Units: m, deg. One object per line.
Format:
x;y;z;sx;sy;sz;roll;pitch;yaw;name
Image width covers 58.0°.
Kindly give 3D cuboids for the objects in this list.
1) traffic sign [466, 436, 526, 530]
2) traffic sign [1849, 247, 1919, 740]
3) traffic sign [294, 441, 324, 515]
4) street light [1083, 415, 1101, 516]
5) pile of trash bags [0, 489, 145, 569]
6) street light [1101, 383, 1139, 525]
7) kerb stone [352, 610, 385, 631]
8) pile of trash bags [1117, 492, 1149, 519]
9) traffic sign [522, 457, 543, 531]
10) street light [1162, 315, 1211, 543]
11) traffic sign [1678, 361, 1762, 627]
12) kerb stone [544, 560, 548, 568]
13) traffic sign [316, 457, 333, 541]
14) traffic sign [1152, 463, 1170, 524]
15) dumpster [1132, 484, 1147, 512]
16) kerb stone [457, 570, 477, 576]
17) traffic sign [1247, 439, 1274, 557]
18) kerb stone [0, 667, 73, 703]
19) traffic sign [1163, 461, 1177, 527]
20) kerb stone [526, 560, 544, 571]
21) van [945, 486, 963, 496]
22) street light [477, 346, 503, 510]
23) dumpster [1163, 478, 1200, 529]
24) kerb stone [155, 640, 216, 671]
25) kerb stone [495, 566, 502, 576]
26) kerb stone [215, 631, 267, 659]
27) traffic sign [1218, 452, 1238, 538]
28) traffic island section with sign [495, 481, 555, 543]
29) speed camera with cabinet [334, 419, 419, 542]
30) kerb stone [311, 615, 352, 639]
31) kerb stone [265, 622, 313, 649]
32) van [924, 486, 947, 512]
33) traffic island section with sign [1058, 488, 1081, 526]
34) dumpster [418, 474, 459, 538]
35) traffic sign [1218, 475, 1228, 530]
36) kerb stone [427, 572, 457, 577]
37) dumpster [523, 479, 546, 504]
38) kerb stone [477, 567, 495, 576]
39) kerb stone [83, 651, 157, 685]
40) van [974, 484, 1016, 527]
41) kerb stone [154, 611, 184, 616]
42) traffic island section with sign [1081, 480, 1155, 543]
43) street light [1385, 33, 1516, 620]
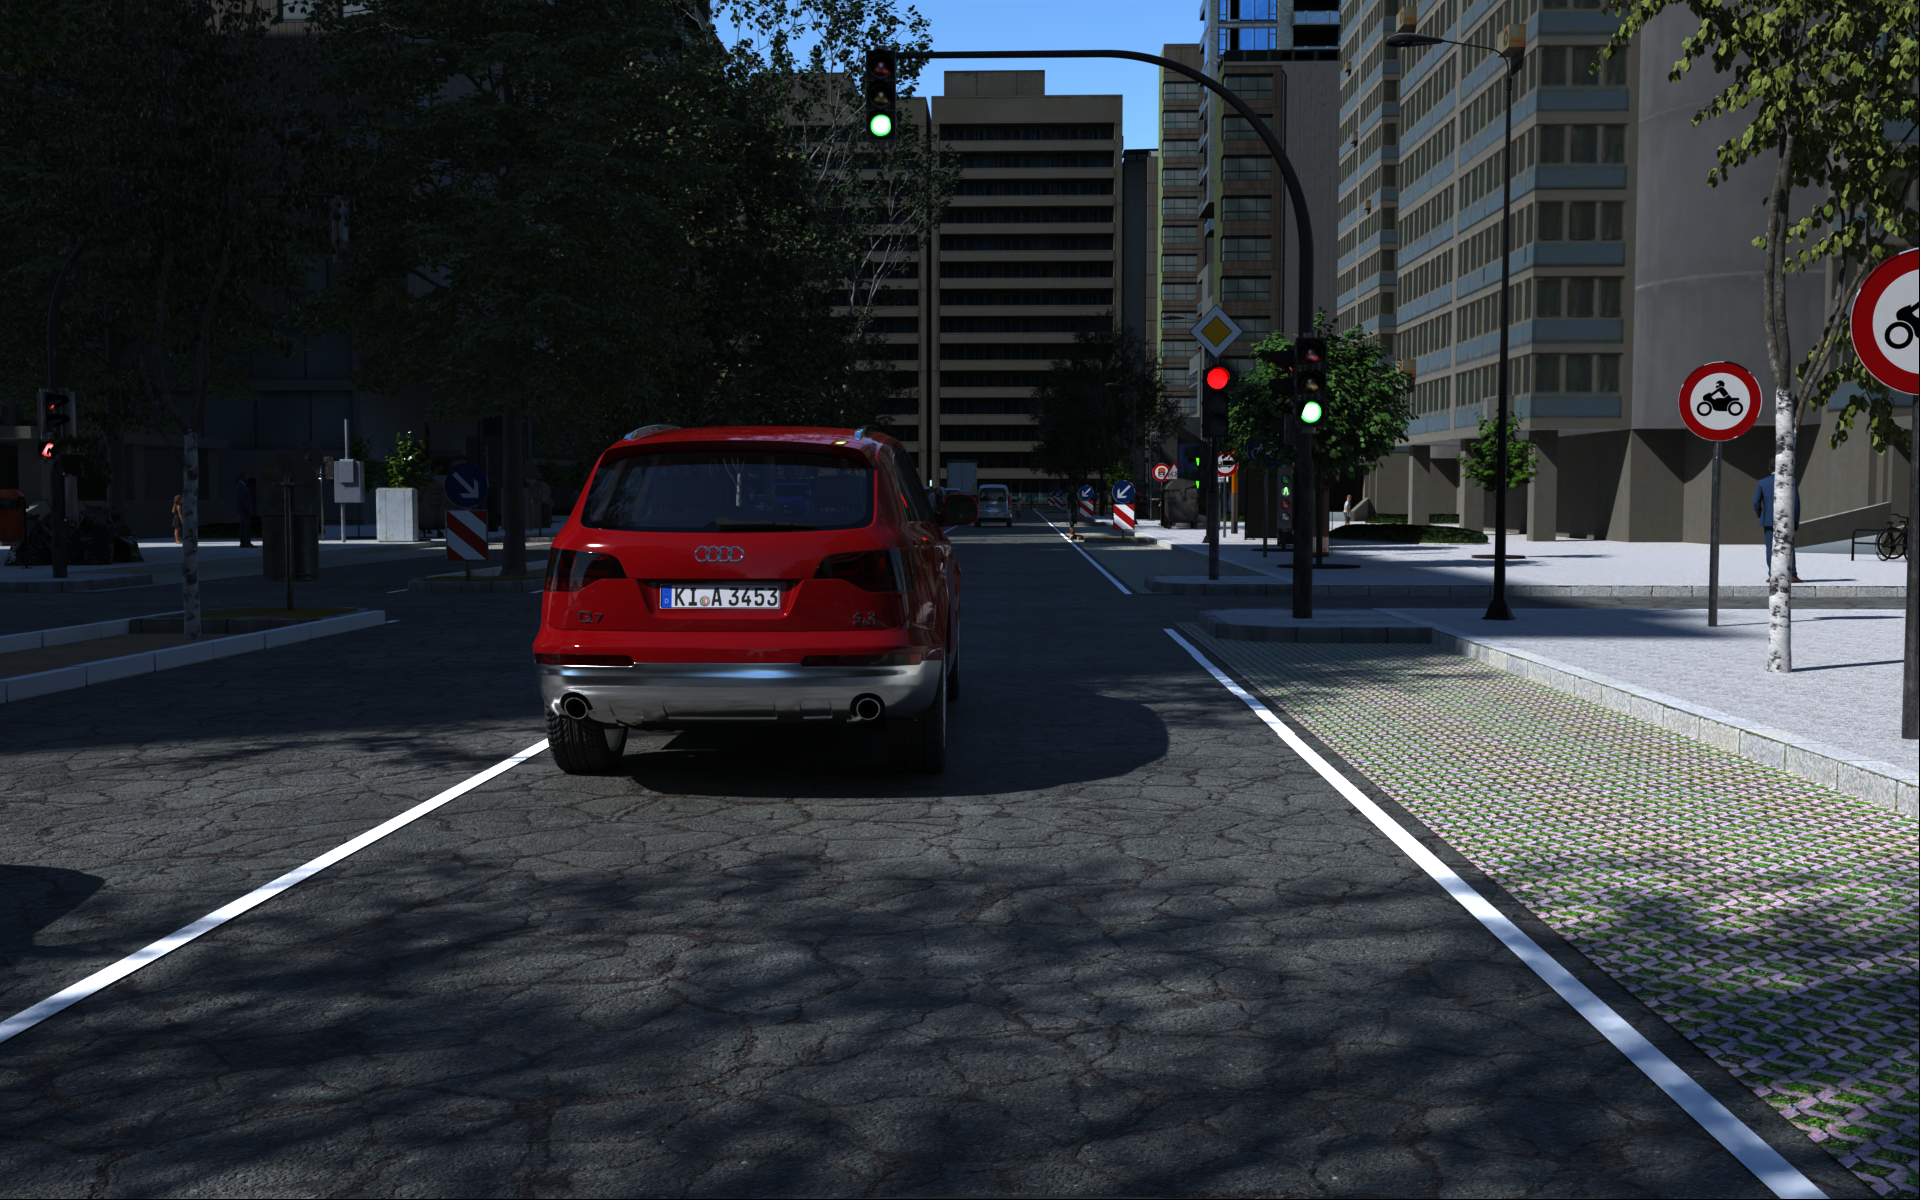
-16.348;-4.106;61.009;2.265;3.308;0.079;1;4;11;traffic sign
4.986;-0.545;9.011;0.768;2.556;0.104;0;4;7;traffic sign
-15.685;-2.544;41.703;0.768;2.556;0.104;1;4;10;traffic sign
7.747;-7.851;100.902;1.470;5.913;1.316;0;4;2;street light
-16.319;-1.314;31.233;1.912;1.369;3.447;0;4;0;pile of trash bags
6.789;-6.123;72.658;1.470;5.913;1.316;0;4;2;street light
-6.409;0.221;18.581;0.120;0.150;1.000;0;4;2;kerb stone
9.122;-4.914;90.100;1.912;1.369;3.447;1;4;13;pile of trash bags
-14.937;-3.680;60.167;0.884;2.594;0.081;0;4;5;traffic sign
5.949;-4.439;45.118;1.470;5.913;1.316;0;4;2;street light
7.293;-1.015;16.704;0.768;2.556;0.104;1;4;9;traffic sign
-8.013;-0.693;33.534;0.120;0.150;1.000;0;4;2;kerb stone
-17.423;-2.763;47.302;0.606;2.300;0.079;0;4;2;traffic sign
8.304;-4.358;71.367;0.768;2.556;0.104;0;4;6;traffic sign
10.015;-5.688;98.750;1.264;1.857;1.865;0;4;2;dumpster
-8.182;-0.381;28.417;0.120;0.150;1.000;0;4;2;kerb stone
6.179;-2.134;35.001;0.768;2.556;0.104;1;4;11;traffic sign
-6.605;0.605;12.435;0.120;0.150;1.000;0;4;2;kerb stone
8.445;-4.184;68.405;0.884;2.594;0.081;0;4;8;traffic sign
-8.045;-0.631;32.509;0.120;0.150;1.000;0;4;2;kerb stone
-0.517;-6.878;119.471;2.013;2.044;4.112;0;4;1;van
-14.433;-4.975;53.884;1.470;5.913;1.316;0;4;2;street light
8.165;-3.553;63.855;1.264;1.857;1.865;0;4;2;dumpster
-6.532;0.472;14.477;0.120;0.150;1.000;0;4;2;kerb stone
-8.112;-0.506;30.461;0.120;0.150;1.000;0;4;2;kerb stone
-6.505;0.410;15.500;0.120;0.150;1.000;0;4;2;kerb stone
7.810;-3.116;51.047;0.768;2.556;0.104;0;4;6;traffic sign
-12.644;-2.638;51.754;1.989;1.847;2.006;0;4;2;traffic island section with sign
-15.546;-3.168;46.126;2.038;3.252;0.660;0;4;-7;speed camera with cabinet
-6.439;0.284;17.556;0.120;0.150;1.000;0;4;2;kerb stone
-6.465;0.347;16.528;0.120;0.150;1.000;0;4;2;kerb stone
-1.445;-5.435;95.865;2.013;2.044;4.112;0;4;2;van
5.530;-4.231;77.801;1.989;1.847;2.006;0;4;2;traffic island section with sign
-15.625;-2.773;51.096;1.264;1.857;1.865;0;4;2;dumpster
9.215;-3.628;61.448;0.606;2.300;0.079;0;4;3;traffic sign
-8.218;-0.318;27.396;0.120;0.150;1.000;0;4;2;kerb stone
-16.214;-3.582;64.328;1.264;1.857;1.865;0;4;2;dumpster
-8.153;-0.443;29.439;0.120;0.150;1.000;0;4;2;kerb stone
-6.571;0.536;13.456;0.120;0.150;1.000;0;4;2;kerb stone
1.484;-4.257;76.617;2.013;2.044;4.112;0;4;2;van
-8.501;0.216;18.668;0.120;0.150;1.000;0;4;2;kerb stone
4.652;-2.583;50.860;1.989;1.847;2.006;0;4;2;traffic island section with sign
4.989;-2.757;17.614;1.470;5.913;1.316;0;4;2;street light
